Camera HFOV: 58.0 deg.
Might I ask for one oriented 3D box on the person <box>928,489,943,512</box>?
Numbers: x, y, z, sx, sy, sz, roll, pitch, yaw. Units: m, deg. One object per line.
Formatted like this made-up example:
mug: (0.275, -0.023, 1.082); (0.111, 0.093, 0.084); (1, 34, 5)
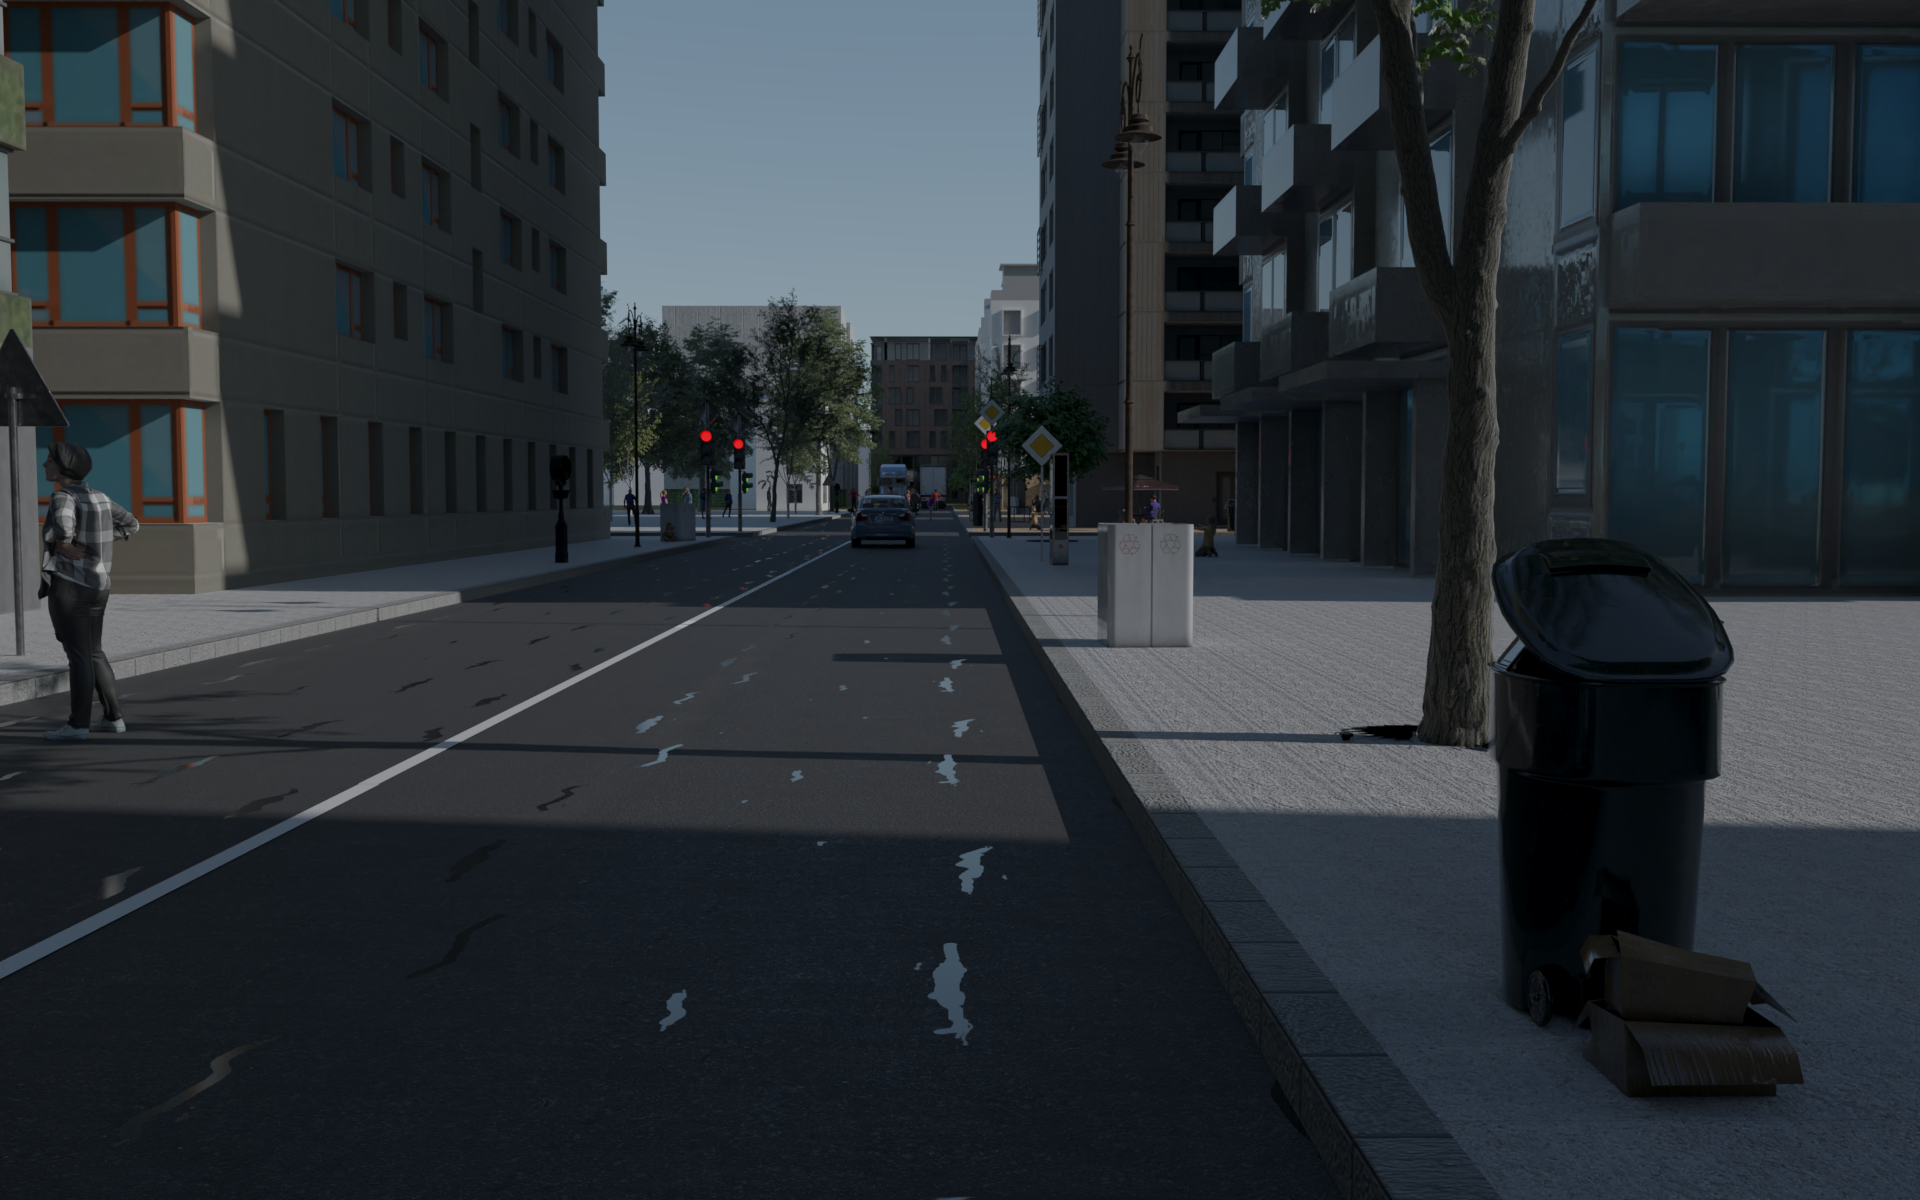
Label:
person: (-1.999, -8.157, 141.808); (1.348, 1.831, 0.705); (-1, 4, -23)

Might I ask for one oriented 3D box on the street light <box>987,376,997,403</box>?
street light: (1.235, -5.830, 68.103); (0.468, 5.910, 1.993); (0, 4, -1)

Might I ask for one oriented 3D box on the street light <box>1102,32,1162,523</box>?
street light: (1.762, -2.765, 17.997); (0.468, 5.910, 1.993); (0, 4, -1)

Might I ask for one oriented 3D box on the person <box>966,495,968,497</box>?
person: (1.146, -11.104, 188.326); (1.217, 1.736, 0.721); (2, 4, 35)

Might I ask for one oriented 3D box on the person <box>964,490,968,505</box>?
person: (0.865, -12.322, 207.464); (0.705, 1.831, 1.348); (-2, 4, -25)

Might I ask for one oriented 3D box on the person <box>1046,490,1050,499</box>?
person: (6.537, -7.361, 127.198); (0.742, 1.727, 0.445); (3, 5, 44)

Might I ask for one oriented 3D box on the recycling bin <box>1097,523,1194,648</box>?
recycling bin: (1.574, -0.137, 14.791); (0.722, 1.027, 0.722); (0, 4, -3)

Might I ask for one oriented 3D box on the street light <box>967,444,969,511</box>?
street light: (0.634, -9.813, 133.228); (0.468, 5.910, 1.993); (0, 4, -1)

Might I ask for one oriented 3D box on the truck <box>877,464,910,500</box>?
truck: (-6.219, -10.567, 162.524); (2.967, 4.110, 18.799); (0, 4, -2)

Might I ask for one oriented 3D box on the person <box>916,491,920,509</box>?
person: (-4.014, -9.357, 162.419); (0.756, 1.711, 0.436); (3, 4, 36)

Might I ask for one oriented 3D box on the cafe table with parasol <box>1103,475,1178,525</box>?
cafe table with parasol: (6.341, -3.426, 60.887); (2.610, 1.966, 2.610); (2, 4, 26)

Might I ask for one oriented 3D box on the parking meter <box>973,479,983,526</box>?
parking meter: (0.715, -3.885, 69.236); (0.255, 1.863, 0.399); (-2, 4, -33)

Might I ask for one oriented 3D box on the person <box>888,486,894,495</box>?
person: (-2.981, -3.785, 70.916); (0.750, 1.759, 0.617); (2, 4, 29)

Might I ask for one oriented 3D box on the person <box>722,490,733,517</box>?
person: (-12.689, -5.260, 94.734); (0.574, 1.496, 0.600); (-1, 4, -17)

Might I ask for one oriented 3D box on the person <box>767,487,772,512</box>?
person: (-13.791, -7.299, 125.515); (0.434, 1.807, 0.598); (-1, 4, -9)

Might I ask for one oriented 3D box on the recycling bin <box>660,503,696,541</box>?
recycling bin: (-7.761, -2.148, 47.667); (0.722, 1.027, 0.722); (2, 4, 29)

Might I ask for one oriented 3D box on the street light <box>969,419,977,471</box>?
street light: (0.925, -7.812, 100.507); (0.468, 5.910, 1.993); (0, 4, -1)

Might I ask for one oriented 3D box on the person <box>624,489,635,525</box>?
person: (-13.436, -3.810, 71.034); (0.574, 1.496, 0.600); (1, 4, 16)

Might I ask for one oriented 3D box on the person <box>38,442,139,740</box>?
person: (-5.157, -0.058, 10.178); (0.376, 1.734, 0.841); (0, 4, 5)

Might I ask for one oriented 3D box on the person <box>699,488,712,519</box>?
person: (-13.129, -4.978, 89.301); (0.647, 1.594, 0.662); (3, 5, 44)

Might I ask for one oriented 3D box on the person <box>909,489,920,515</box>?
person: (-3.077, -6.725, 119.003); (0.990, 1.755, 0.434); (-3, 5, -40)

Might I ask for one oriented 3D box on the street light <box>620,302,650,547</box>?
street light: (-7.845, -4.231, 41.959); (0.468, 5.910, 1.993); (0, 4, -1)

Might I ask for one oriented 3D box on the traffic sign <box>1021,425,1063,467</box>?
traffic sign: (1.572, -2.029, 32.902); (0.795, 2.593, 0.064); (1, 4, 8)

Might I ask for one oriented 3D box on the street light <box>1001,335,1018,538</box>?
street light: (1.432, -4.747, 50.401); (0.468, 5.910, 1.993); (0, 4, -1)

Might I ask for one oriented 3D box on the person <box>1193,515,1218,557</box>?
person: (4.986, -1.309, 35.364); (0.347, 0.859, 0.695); (-2, 4, -34)

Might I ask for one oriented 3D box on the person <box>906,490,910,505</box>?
person: (-4.200, -8.228, 143.750); (0.721, 1.743, 1.217); (0, 4, 6)

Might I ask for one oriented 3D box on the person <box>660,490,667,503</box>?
person: (-10.422, -3.221, 61.949); (0.776, 1.435, 0.726); (-2, 4, -34)

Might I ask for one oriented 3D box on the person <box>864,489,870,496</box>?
person: (-8.591, -9.394, 160.308); (0.551, 1.740, 0.621); (0, 4, 4)

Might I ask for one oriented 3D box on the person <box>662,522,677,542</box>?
person: (-7.806, -1.830, 46.433); (0.381, 0.543, 0.357); (-1, 4, -20)

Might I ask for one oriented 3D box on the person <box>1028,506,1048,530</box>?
person: (2.793, -2.935, 61.958); (0.695, 0.859, 0.347); (1, 4, 12)

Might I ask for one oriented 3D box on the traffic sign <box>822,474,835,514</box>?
traffic sign: (-8.374, -6.748, 110.331); (0.884, 2.594, 0.081); (1, 4, 9)

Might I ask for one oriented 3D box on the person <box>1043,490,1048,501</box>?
person: (6.338, -7.408, 129.372); (0.614, 1.554, 0.590); (-3, 4, -39)

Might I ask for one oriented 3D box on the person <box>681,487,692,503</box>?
person: (-10.134, -3.423, 64.222); (0.429, 1.552, 0.499); (0, 4, -1)

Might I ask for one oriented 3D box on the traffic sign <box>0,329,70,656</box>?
traffic sign: (-7.455, -0.836, 13.669); (0.884, 2.594, 0.081); (0, 4, 5)

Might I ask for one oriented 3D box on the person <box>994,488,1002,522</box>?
person: (1.719, -4.410, 80.210); (0.516, 1.574, 0.319); (2, 4, 29)

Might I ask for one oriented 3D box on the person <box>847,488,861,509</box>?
person: (-9.351, -8.984, 152.871); (1.348, 1.831, 0.705); (-1, 4, -13)

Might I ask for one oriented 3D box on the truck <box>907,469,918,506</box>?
truck: (-6.274, -12.831, 198.702); (2.839, 4.237, 11.283); (0, 4, 0)

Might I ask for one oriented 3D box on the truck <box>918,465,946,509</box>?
truck: (-2.700, -11.168, 171.507); (2.839, 4.237, 11.283); (0, 4, -1)

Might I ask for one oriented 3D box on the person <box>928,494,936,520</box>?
person: (-1.614, -5.106, 95.217); (0.726, 1.435, 0.776); (2, 4, 24)

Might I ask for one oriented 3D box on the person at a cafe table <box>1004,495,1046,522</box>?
person at a cafe table: (3.062, -4.176, 79.134); (1.726, 1.238, 1.698); (-1, 4, -12)

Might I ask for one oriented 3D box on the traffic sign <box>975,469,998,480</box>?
traffic sign: (0.994, -3.967, 64.871); (0.884, 2.594, 0.081); (0, 4, 1)

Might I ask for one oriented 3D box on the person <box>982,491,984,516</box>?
person: (1.172, -5.489, 97.994); (0.590, 1.554, 0.614); (0, 4, 3)
